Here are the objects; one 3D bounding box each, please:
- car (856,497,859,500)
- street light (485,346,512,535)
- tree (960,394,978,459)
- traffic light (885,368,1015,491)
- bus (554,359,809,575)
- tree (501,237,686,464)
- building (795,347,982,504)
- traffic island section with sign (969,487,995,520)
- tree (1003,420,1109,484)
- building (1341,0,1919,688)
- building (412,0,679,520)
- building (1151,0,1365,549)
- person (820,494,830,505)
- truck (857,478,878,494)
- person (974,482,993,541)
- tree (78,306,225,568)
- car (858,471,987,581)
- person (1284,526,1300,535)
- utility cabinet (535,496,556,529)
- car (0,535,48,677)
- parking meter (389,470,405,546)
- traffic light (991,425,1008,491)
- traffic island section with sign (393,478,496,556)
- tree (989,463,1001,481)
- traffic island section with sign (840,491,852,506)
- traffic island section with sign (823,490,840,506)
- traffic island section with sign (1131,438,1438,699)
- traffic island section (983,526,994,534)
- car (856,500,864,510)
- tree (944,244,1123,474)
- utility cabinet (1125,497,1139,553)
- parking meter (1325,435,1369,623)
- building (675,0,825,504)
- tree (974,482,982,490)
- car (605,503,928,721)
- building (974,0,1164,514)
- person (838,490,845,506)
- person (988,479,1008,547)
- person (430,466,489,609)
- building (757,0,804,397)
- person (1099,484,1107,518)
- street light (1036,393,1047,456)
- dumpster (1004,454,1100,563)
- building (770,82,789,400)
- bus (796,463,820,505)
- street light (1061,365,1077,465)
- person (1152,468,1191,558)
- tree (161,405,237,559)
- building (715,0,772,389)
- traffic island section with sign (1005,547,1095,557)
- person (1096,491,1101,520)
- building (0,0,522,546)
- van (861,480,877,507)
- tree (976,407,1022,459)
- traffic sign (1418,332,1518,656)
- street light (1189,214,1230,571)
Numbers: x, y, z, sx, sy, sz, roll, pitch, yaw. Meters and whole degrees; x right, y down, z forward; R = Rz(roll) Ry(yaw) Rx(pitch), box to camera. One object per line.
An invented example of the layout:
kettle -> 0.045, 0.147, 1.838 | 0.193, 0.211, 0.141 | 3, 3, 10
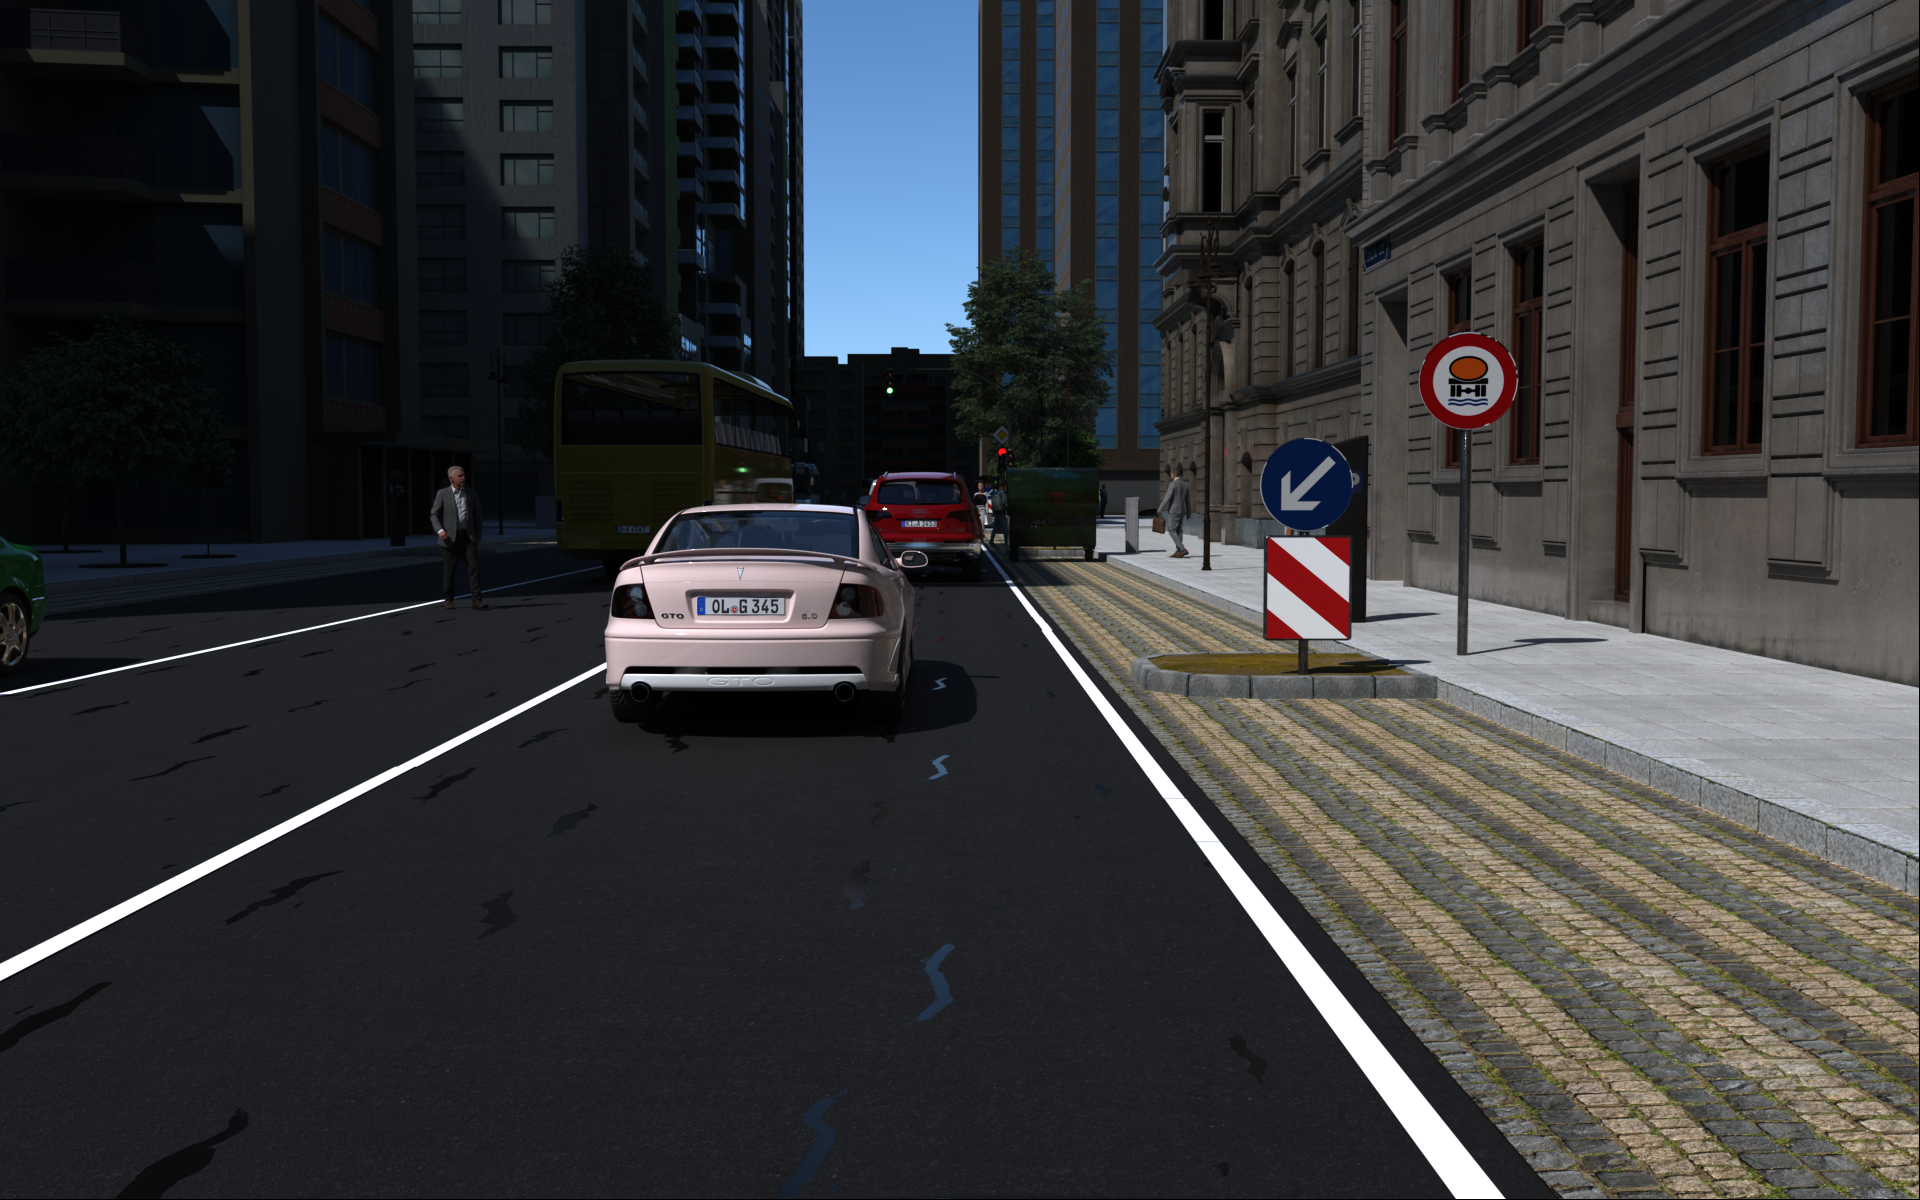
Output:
car -> -10.479, -11.069, 192.779 | 2.131, 1.459, 4.920 | 0, 3, 0
street light -> -14.433, -4.985, 54.297 | 0.468, 5.910, 1.993 | 0, 4, -1
tree -> 3.611, -14.090, 156.131 | 9.928, 11.665, 9.643 | 0, 3, 0
traffic light -> -0.308, -5.382, 62.666 | 4.771, 5.953, 1.251 | 0, 4, -1
bus -> -5.014, -2.558, 33.366 | 2.896, 3.916, 12.252 | 0, 4, 1
tree -> -15.806, -9.818, 77.524 | 9.611, 12.733, 9.660 | 0, 3, 0
building -> -7.545, -24.405, 244.052 | 28.899, 21.520, 27.650 | 0, 4, -1
traffic island section with sign -> 1.495, -5.320, 95.618 | 1.989, 1.847, 2.006 | 0, 4, -1
tree -> 4.917, -5.622, 75.635 | 4.285, 4.588, 4.351 | 0, 3, 0
building -> 11.245, -11.011, 16.181 | 11.583, 22.565, 21.152 | 0, 4, -1
building -> -22.555, -24.824, 89.463 | 14.154, 41.232, 14.086 | 0, 4, -1
building -> 12.405, -13.773, 44.268 | 14.460, 24.649, 34.723 | 0, 4, -1
person -> -16.000, -12.244, 206.247 | 1.348, 1.821, 0.705 | 0, 4, 7
truck -> -10.837, -13.280, 213.055 | 3.469, 3.379, 9.791 | 0, 4, -2
person -> 0.674, -2.657, 52.289 | 0.694, 1.780, 0.624 | 3, 5, 39
tree -> -14.746, -2.866, 30.566 | 4.285, 4.588, 4.351 | 0, 3, 0
car -> -0.659, -1.310, 30.094 | 2.281, 1.827, 5.304 | 0, 4, 0
person -> 4.017, -0.660, 21.075 | 0.590, 1.304, 0.306 | -1, 4, -14
utility cabinet -> -15.009, -3.195, 63.399 | 1.020, 1.237, 0.306 | 1, 4, 12
car -> -8.298, -0.209, 12.212 | 1.959, 1.807, 4.718 | 0, 4, -2
parking meter -> -13.873, -2.262, 42.688 | 0.255, 1.863, 0.399 | -3, 5, -39
traffic light -> 1.701, -5.009, 70.814 | 0.839, 4.253, 0.868 | 0, 4, -1
traffic island section with sign -> -11.971, -1.948, 40.479 | 1.989, 1.847, 2.006 | 0, 4, -1
tree -> 3.468, -7.386, 104.478 | 4.285, 4.588, 4.351 | 0, 3, 0
traffic island section with sign -> -13.603, -11.773, 201.115 | 1.989, 1.847, 2.006 | 0, 4, -1
traffic island section with sign -> -13.319, -10.041, 172.791 | 1.989, 1.847, 2.006 | 0, 4, -1
traffic island section with sign -> 2.330, -0.266, 12.984 | 1.989, 1.847, 2.006 | 0, 4, -1
traffic island section -> 1.823, -2.487, 62.943 | 2.009, 0.180, 2.903 | 0, 4, -1
car -> -5.931, -6.301, 115.388 | 2.083, 1.381, 4.827 | 0, 3, 0
tree -> 3.657, -11.100, 88.144 | 9.857, 13.997, 8.962 | 0, 3, 0
utility cabinet -> 3.796, -1.661, 38.326 | 0.306, 1.237, 1.020 | 0, 4, 5
parking meter -> 3.845, -0.709, 17.301 | 0.399, 1.863, 0.255 | -1, 4, -8
building -> -32.705, -54.746, 207.769 | 31.000, 86.520, 22.319 | 0, 4, -1
tree -> 2.303, -13.593, 216.846 | 1.663, 3.219, 1.824 | 0, 3, 0
car -> -1.277, 0.003, 12.306 | 2.083, 1.381, 4.827 | 0, 4, 0
building -> 8.506, -29.864, 138.387 | 14.600, 45.320, 14.200 | 0, 4, -1
person -> -9.714, -8.167, 142.620 | 0.593, 1.750, 0.643 | 0, 4, 2
person -> 1.091, -2.324, 46.478 | 0.713, 1.824, 0.794 | -1, 4, -12
person -> -6.166, -0.766, 21.425 | 0.661, 1.777, 0.834 | -3, 5, -42
building -> -32.559, -48.950, 238.584 | 20.611, 71.187, 20.563 | 0, 4, -1
person -> 7.519, -5.201, 91.260 | 0.419, 1.800, 0.721 | 3, 4, 38
street light -> 3.741, -6.515, 79.305 | 0.468, 5.910, 1.993 | 0, 4, -1
dumpster -> 1.922, -1.927, 36.457 | 1.985, 2.255, 1.502 | 0, 4, -1
building -> -24.120, -29.552, 166.766 | 14.154, 41.232, 14.086 | 0, 4, -1
bus -> -9.700, -6.468, 100.608 | 2.948, 3.499, 13.247 | 0, 4, -2
street light -> 3.895, -5.475, 62.301 | 0.468, 5.910, 1.993 | 0, 4, -1
person -> 4.333, -1.756, 34.882 | 0.853, 1.813, 0.709 | 3, 5, 44
tree -> -15.179, -2.469, 34.977 | 1.663, 3.219, 1.824 | 0, 3, 0
building -> -24.212, -30.711, 152.229 | 14.600, 45.320, 14.200 | 0, 4, -1
traffic island section with sign -> 2.055, -1.935, 40.269 | 1.989, 1.847, 2.006 | 0, 4, -1
person -> 6.734, -4.860, 85.735 | 0.478, 1.798, 0.641 | 3, 4, 39
building -> -30.015, -24.181, 49.983 | 28.867, 44.769, 22.147 | 0, 4, -1
van -> -1.829, -2.579, 49.182 | 2.013, 2.044, 4.112 | 0, 4, -1
tree -> 3.387, -12.164, 149.250 | 4.360, 8.622, 3.978 | 0, 3, 0
traffic sign -> 4.000, -0.832, 13.715 | 0.768, 2.556, 0.104 | 0, 4, 6
street light -> 4.146, -3.435, 28.945 | 0.468, 5.910, 1.993 | 0, 4, -1
